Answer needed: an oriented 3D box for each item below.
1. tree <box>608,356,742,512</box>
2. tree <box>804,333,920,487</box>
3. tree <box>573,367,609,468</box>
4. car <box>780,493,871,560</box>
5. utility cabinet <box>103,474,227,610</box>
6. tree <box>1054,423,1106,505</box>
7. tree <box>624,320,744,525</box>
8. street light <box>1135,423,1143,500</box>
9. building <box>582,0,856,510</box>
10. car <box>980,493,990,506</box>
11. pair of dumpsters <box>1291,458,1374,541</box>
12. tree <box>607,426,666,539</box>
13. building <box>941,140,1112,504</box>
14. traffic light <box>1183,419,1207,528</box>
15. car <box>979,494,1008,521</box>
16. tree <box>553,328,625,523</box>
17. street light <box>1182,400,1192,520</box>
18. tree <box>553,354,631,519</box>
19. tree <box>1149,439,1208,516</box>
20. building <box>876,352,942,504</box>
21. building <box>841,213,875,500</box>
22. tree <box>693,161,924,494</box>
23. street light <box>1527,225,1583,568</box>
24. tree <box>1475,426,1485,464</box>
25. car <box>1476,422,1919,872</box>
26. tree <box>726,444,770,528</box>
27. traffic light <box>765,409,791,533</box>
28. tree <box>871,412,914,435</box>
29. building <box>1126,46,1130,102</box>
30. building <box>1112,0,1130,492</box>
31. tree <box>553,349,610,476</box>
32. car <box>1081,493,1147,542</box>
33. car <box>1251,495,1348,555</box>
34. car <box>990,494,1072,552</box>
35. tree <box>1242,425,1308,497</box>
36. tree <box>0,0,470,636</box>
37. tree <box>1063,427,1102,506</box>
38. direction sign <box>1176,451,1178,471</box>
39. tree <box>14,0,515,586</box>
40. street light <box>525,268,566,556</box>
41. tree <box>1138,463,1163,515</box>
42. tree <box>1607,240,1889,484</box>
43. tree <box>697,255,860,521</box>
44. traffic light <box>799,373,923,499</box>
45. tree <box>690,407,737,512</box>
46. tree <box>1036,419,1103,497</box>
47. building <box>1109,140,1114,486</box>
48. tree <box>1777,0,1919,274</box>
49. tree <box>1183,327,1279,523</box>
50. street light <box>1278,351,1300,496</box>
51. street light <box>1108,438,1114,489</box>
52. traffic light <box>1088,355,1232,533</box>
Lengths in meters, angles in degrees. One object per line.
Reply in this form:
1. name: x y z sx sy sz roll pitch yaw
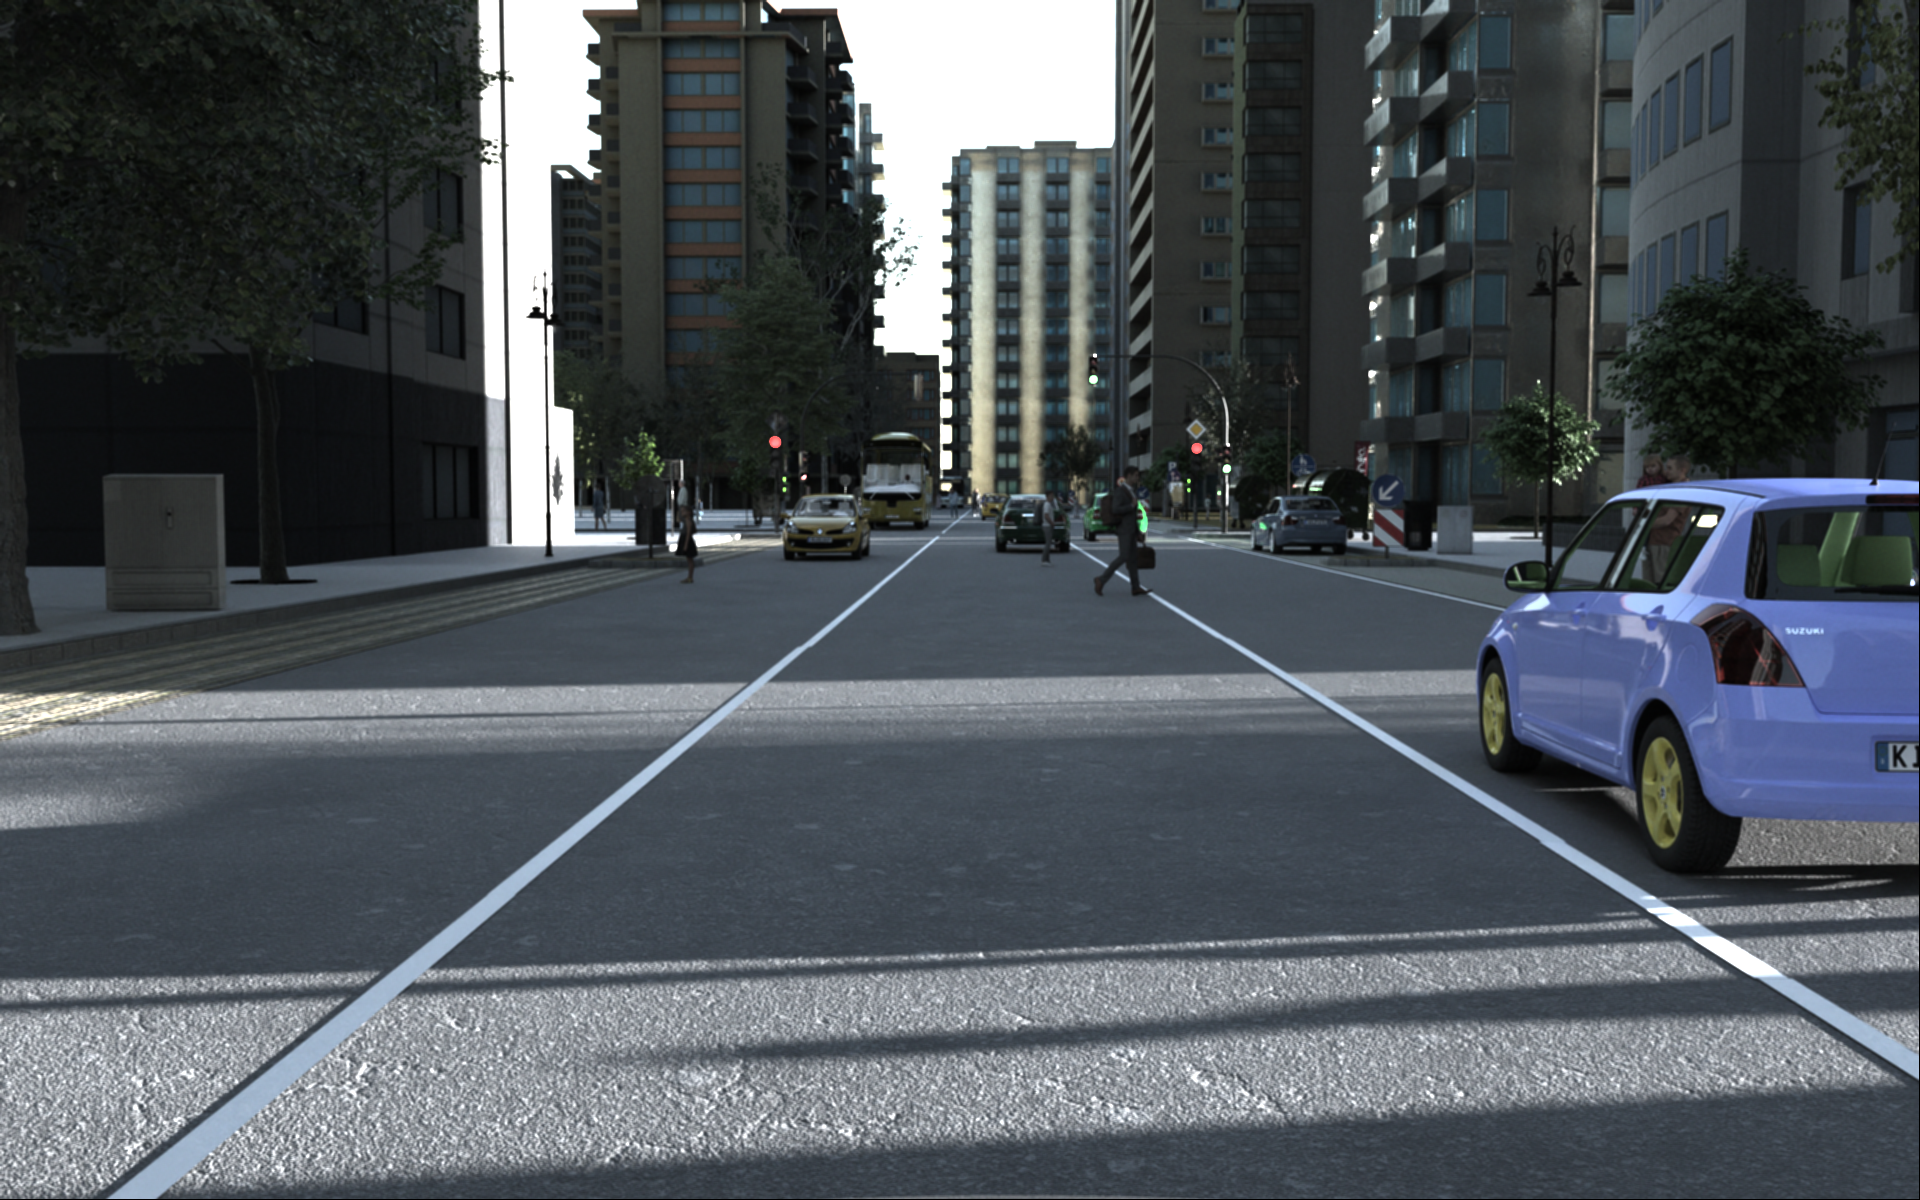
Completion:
1. tree: -17.811 -11.203 117.583 8.767 10.594 7.601 1 4 20
2. tree: -7.518 -13.513 131.306 12.009 13.543 11.850 0 3 0
3. tree: -24.949 -11.736 126.291 7.601 10.594 8.767 0 4 4
4. car: -2.967 -1.752 38.871 2.015 1.641 3.980 0 4 1
5. utility cabinet: -8.744 -0.634 19.052 1.173 1.500 0.318 0 4 -8
6. tree: 12.595 -13.735 174.934 4.360 8.622 3.978 0 3 0
7. tree: -11.282 -7.480 72.660 4.360 8.622 3.978 0 3 0
8. street light: 11.610 -8.566 112.835 0.468 5.910 1.993 0 4 1
9. building: -21.028 -30.619 155.249 22.147 44.769 28.867 0 4 1
10. car: 3.279 -11.514 197.848 1.945 1.707 3.694 0 4 0
11. pair of dumpsters: 10.656 -2.879 49.567 1.574 2.255 4.437 0 4 1
12. tree: -8.990 -3.353 49.427 1.663 3.219 1.824 0 3 0
13. building: 12.829 -37.764 237.046 30.456 49.044 23.786 0 4 1
14. traffic light: 8.787 -4.634 64.690 0.839 4.253 0.868 0 4 1
15. car: 2.019 -5.147 94.373 2.015 1.641 3.980 0 4 1
16. tree: -15.582 -7.703 76.306 4.360 8.622 3.978 0 3 0
17. street light: 11.239 -6.906 85.708 0.468 5.910 1.993 0 4 1
18. tree: -19.206 -8.526 89.761 4.737 8.622 4.395 0 3 0
19. tree: 12.654 -7.178 101.082 4.285 4.588 4.351 0 3 0
20. building: -17.260 -24.179 240.359 28.899 21.520 27.650 0 4 1
21. building: -16.179 -24.792 177.052 14.160 30.474 14.107 0 4 1
22. tree: -9.363 -14.984 100.884 12.611 20.169 13.585 0 3 0
23. street light: 10.272 -3.503 30.056 0.468 5.910 1.993 0 4 1
24. tree: 16.560 -4.043 49.822 4.285 4.588 4.351 0 3 0
25. car: 3.544 0.108 7.826 1.945 1.707 3.694 0 4 2
26. tree: -8.117 -4.421 66.882 1.663 3.219 1.824 0 3 0
27. traffic light: -6.010 -4.160 56.942 0.839 4.253 0.868 0 4 1
28. tree: -6.708 -12.610 156.536 4.737 8.622 4.395 0 3 0
29. building: 22.792 -31.260 161.212 14.600 45.320 14.200 0 4 1
30. building: 26.736 -39.187 182.698 21.231 58.520 28.212 0 4 1
31. tree: -30.708 -13.320 135.907 7.486 12.596 7.792 0 3 0
32. car: 4.770 -2.744 53.668 1.959 1.807 4.718 0 4 2
33. car: 8.218 -1.841 42.100 2.014 1.417 4.499 0 4 0
34. car: 1.818 -1.973 44.057 2.131 1.459 4.920 0 4 1
35. tree: 15.020 -6.016 82.083 4.285 4.588 4.351 0 3 0
36. tree: -8.948 -6.653 15.432 9.857 13.997 8.962 0 3 0
37. tree: 13.186 -14.649 189.867 4.737 8.622 4.395 0 3 0
38. direction sign: 11.483 -6.096 91.670 0.379 3.537 0.876 0 4 1
39. tree: -10.005 -6.045 24.595 9.928 11.665 9.643 0 3 0
40. street light: -8.471 -3.837 35.519 0.468 5.910 1.993 0 4 1
41. tree: 11.955 -6.930 107.908 1.663 3.219 1.824 0 3 0
42. tree: 10.080 -2.384 22.694 4.285 4.588 4.351 0 3 0
43. tree: -8.650 -10.045 82.363 7.486 12.596 7.792 0 3 0
44. traffic light: -3.779 -5.520 64.925 4.771 5.953 1.251 0 4 1
45. tree: -17.938 -10.717 125.578 4.737 8.622 4.395 0 3 0
46. tree: 13.543 -17.189 215.453 8.767 10.594 7.601 0 4 3
47. building: 25.117 -33.904 204.444 14.600 45.320 14.200 0 4 1
48. tree: 10.371 -4.105 17.487 4.737 8.622 4.395 0 3 0
49. tree: 11.969 -7.765 77.321 4.360 8.622 3.978 0 3 0
50. street light: 10.671 -5.108 56.307 0.468 5.910 1.993 0 4 1
51. street light: 12.106 -10.172 139.107 0.468 5.910 1.993 0 4 1
52. traffic light: 6.556 -5.011 56.601 4.771 5.953 1.251 0 4 1
